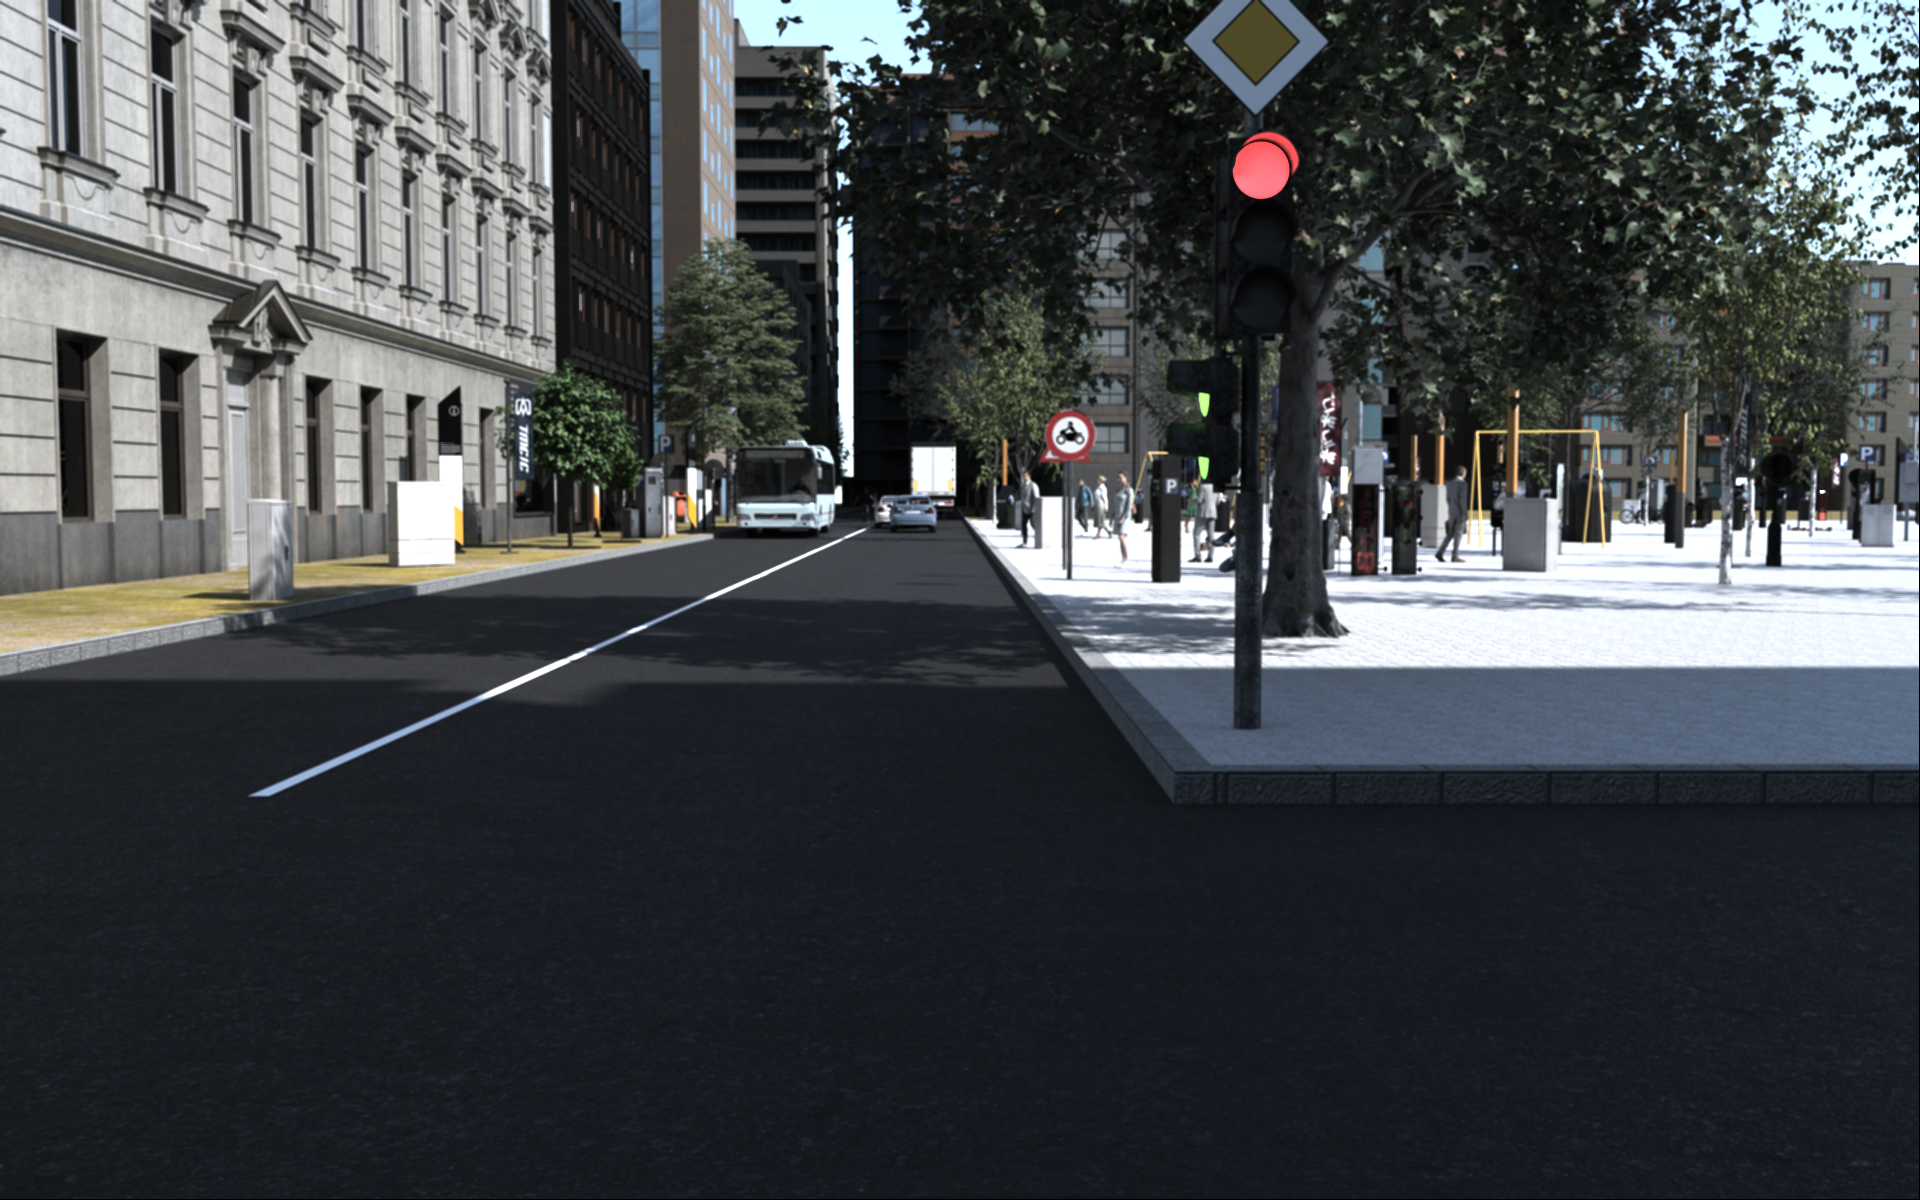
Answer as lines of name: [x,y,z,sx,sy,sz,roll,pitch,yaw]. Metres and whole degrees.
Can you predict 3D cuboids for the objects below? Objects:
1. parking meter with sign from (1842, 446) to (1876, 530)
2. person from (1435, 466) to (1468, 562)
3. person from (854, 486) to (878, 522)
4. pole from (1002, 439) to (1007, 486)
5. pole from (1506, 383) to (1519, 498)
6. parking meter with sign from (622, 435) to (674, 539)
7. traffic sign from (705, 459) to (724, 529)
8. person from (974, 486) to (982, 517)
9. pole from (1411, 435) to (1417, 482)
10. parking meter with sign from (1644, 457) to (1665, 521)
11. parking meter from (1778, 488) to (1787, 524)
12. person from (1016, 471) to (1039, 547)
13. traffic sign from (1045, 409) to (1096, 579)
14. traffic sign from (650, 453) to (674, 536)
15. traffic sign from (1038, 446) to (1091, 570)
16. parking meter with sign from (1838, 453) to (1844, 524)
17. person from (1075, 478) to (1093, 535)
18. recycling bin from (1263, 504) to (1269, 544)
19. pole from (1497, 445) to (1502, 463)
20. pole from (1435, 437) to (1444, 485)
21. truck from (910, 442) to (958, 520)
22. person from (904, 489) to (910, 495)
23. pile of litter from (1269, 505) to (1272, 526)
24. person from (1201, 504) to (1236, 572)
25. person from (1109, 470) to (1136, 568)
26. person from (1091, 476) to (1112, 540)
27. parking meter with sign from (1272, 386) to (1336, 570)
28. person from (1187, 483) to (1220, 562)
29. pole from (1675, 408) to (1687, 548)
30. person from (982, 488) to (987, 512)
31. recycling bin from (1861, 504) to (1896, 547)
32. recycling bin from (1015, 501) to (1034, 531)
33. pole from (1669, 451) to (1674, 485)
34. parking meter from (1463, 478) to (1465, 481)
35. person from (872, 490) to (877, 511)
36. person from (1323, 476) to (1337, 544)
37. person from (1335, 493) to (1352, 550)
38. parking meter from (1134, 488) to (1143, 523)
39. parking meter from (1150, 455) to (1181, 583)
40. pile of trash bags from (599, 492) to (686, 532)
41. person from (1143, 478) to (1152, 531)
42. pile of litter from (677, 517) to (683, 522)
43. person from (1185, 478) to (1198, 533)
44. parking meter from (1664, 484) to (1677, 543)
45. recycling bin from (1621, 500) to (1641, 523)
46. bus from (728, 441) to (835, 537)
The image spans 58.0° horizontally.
parking meter with sign: [32.300,-4.029,62.134,0.543,3.016,1.738,3,5,40]
person: [9.407,-1.626,32.753,0.853,1.813,0.709,-2,4,-28]
person: [-4.783,-4.837,87.598,1.348,1.822,0.705,1,4,21]
pole: [1.665,-4.330,64.645,0.158,3.312,0.155,0,3,0]
pole: [10.184,-2.331,31.954,0.158,3.312,0.155,0,3,0]
parking meter with sign: [-9.071,-3.303,50.264,0.543,3.016,1.738,2,4,32]
traffic sign: [-9.030,-3.875,63.460,0.768,2.556,0.104,0,4,4]
person: [1.017,-5.455,95.790,0.434,1.755,0.990,1,4,18]
pole: [15.724,-4.051,60.070,0.158,3.312,0.155,0,3,0]
parking meter with sign: [32.841,-5.220,81.608,0.543,3.016,1.738,3,5,44]
parking meter: [34.920,-3.990,73.645,0.372,1.533,0.369,0,3,0]
person: [1.728,-2.192,41.733,0.795,1.843,0.661,-2,4,-30]
traffic sign: [1.660,-1.593,26.156,0.768,2.556,0.104,0,3,0]
traffic sign: [-9.201,-3.262,53.436,0.768,2.556,0.104,0,4,8]
traffic sign: [1.755,-1.779,29.083,0.884,2.594,0.081,0,4,3]
parking meter with sign: [38.111,-4.712,73.294,0.543,3.016,1.738,-2,4,-30]
person: [3.863,-2.902,53.838,0.444,1.785,0.601,-2,4,-33]
recycling bin: [7.587,-1.976,44.868,0.722,1.027,0.722,1,4,19]
pole: [22.424,-4.781,72.020,0.158,3.312,0.155,0,3,0]
pole: [12.725,-3.188,45.972,0.158,3.312,0.155,0,3,0]
truck: [-1.501,-6.752,99.301,2.839,4.237,11.283,0,4,0]
person: [-4.065,-7.560,132.123,1.348,1.821,0.705,-3,4,-38]
pile of litter: [12.805,-3.374,69.134,1.176,0.858,1.719,2,4,28]
person: [4.346,-0.939,26.889,0.738,1.151,1.012,-2,4,-28]
person: [2.863,-1.427,30.384,0.522,1.701,0.512,-3,4,-36]
person: [4.008,-2.597,48.736,0.641,1.798,0.478,0,4,-4]
parking meter with sign: [5.728,-1.980,28.636,0.543,3.016,1.738,2,4,32]
person: [4.564,-1.612,32.595,0.583,1.804,0.606,3,5,44]
pole: [17.039,-2.879,40.918,0.158,3.312,0.155,0,3,0]
person: [1.836,-7.210,124.842,0.530,1.710,0.541,0,4,4]
recycling bin: [22.295,-1.803,42.033,0.722,1.027,0.722,2,4,28]
recycling bin: [2.416,-2.971,61.137,0.722,1.027,0.722,-2,4,-28]
pole: [33.902,-5.426,82.551,0.158,3.312,0.155,0,3,0]
parking meter: [18.132,-3.498,62.908,0.399,1.863,0.255,-3,4,-39]
person: [-7.265,-8.449,147.312,0.551,1.740,0.621,1,4,16]
person: [8.835,-2.196,41.820,0.818,1.842,0.514,-1,4,-22]
person: [8.860,-1.807,39.853,0.640,1.303,0.475,-1,4,-22]
parking meter: [7.821,-4.121,75.792,0.372,1.533,0.369,0,3,0]
parking meter: [2.980,-1.185,25.080,0.399,1.863,0.255,-2,4,-25]
pile of trash bags: [-10.702,-3.060,59.790,1.912,1.369,3.447,2,4,32]
person: [6.700,-3.263,59.502,0.850,1.850,0.679,0,4,-1]
pile of litter: [-12.496,-3.990,79.207,1.719,0.858,1.176,-3,5,-40]
person: [7.655,-3.099,56.960,0.529,1.795,0.600,3,4,39]
parking meter: [18.630,-2.255,45.280,0.372,1.533,0.369,0,3,0]
recycling bin: [29.846,-3.946,77.076,0.722,1.027,0.722,1,4,12]
bus: [-6.017,-4.037,60.872,2.948,3.499,13.247,0,4,-1]
